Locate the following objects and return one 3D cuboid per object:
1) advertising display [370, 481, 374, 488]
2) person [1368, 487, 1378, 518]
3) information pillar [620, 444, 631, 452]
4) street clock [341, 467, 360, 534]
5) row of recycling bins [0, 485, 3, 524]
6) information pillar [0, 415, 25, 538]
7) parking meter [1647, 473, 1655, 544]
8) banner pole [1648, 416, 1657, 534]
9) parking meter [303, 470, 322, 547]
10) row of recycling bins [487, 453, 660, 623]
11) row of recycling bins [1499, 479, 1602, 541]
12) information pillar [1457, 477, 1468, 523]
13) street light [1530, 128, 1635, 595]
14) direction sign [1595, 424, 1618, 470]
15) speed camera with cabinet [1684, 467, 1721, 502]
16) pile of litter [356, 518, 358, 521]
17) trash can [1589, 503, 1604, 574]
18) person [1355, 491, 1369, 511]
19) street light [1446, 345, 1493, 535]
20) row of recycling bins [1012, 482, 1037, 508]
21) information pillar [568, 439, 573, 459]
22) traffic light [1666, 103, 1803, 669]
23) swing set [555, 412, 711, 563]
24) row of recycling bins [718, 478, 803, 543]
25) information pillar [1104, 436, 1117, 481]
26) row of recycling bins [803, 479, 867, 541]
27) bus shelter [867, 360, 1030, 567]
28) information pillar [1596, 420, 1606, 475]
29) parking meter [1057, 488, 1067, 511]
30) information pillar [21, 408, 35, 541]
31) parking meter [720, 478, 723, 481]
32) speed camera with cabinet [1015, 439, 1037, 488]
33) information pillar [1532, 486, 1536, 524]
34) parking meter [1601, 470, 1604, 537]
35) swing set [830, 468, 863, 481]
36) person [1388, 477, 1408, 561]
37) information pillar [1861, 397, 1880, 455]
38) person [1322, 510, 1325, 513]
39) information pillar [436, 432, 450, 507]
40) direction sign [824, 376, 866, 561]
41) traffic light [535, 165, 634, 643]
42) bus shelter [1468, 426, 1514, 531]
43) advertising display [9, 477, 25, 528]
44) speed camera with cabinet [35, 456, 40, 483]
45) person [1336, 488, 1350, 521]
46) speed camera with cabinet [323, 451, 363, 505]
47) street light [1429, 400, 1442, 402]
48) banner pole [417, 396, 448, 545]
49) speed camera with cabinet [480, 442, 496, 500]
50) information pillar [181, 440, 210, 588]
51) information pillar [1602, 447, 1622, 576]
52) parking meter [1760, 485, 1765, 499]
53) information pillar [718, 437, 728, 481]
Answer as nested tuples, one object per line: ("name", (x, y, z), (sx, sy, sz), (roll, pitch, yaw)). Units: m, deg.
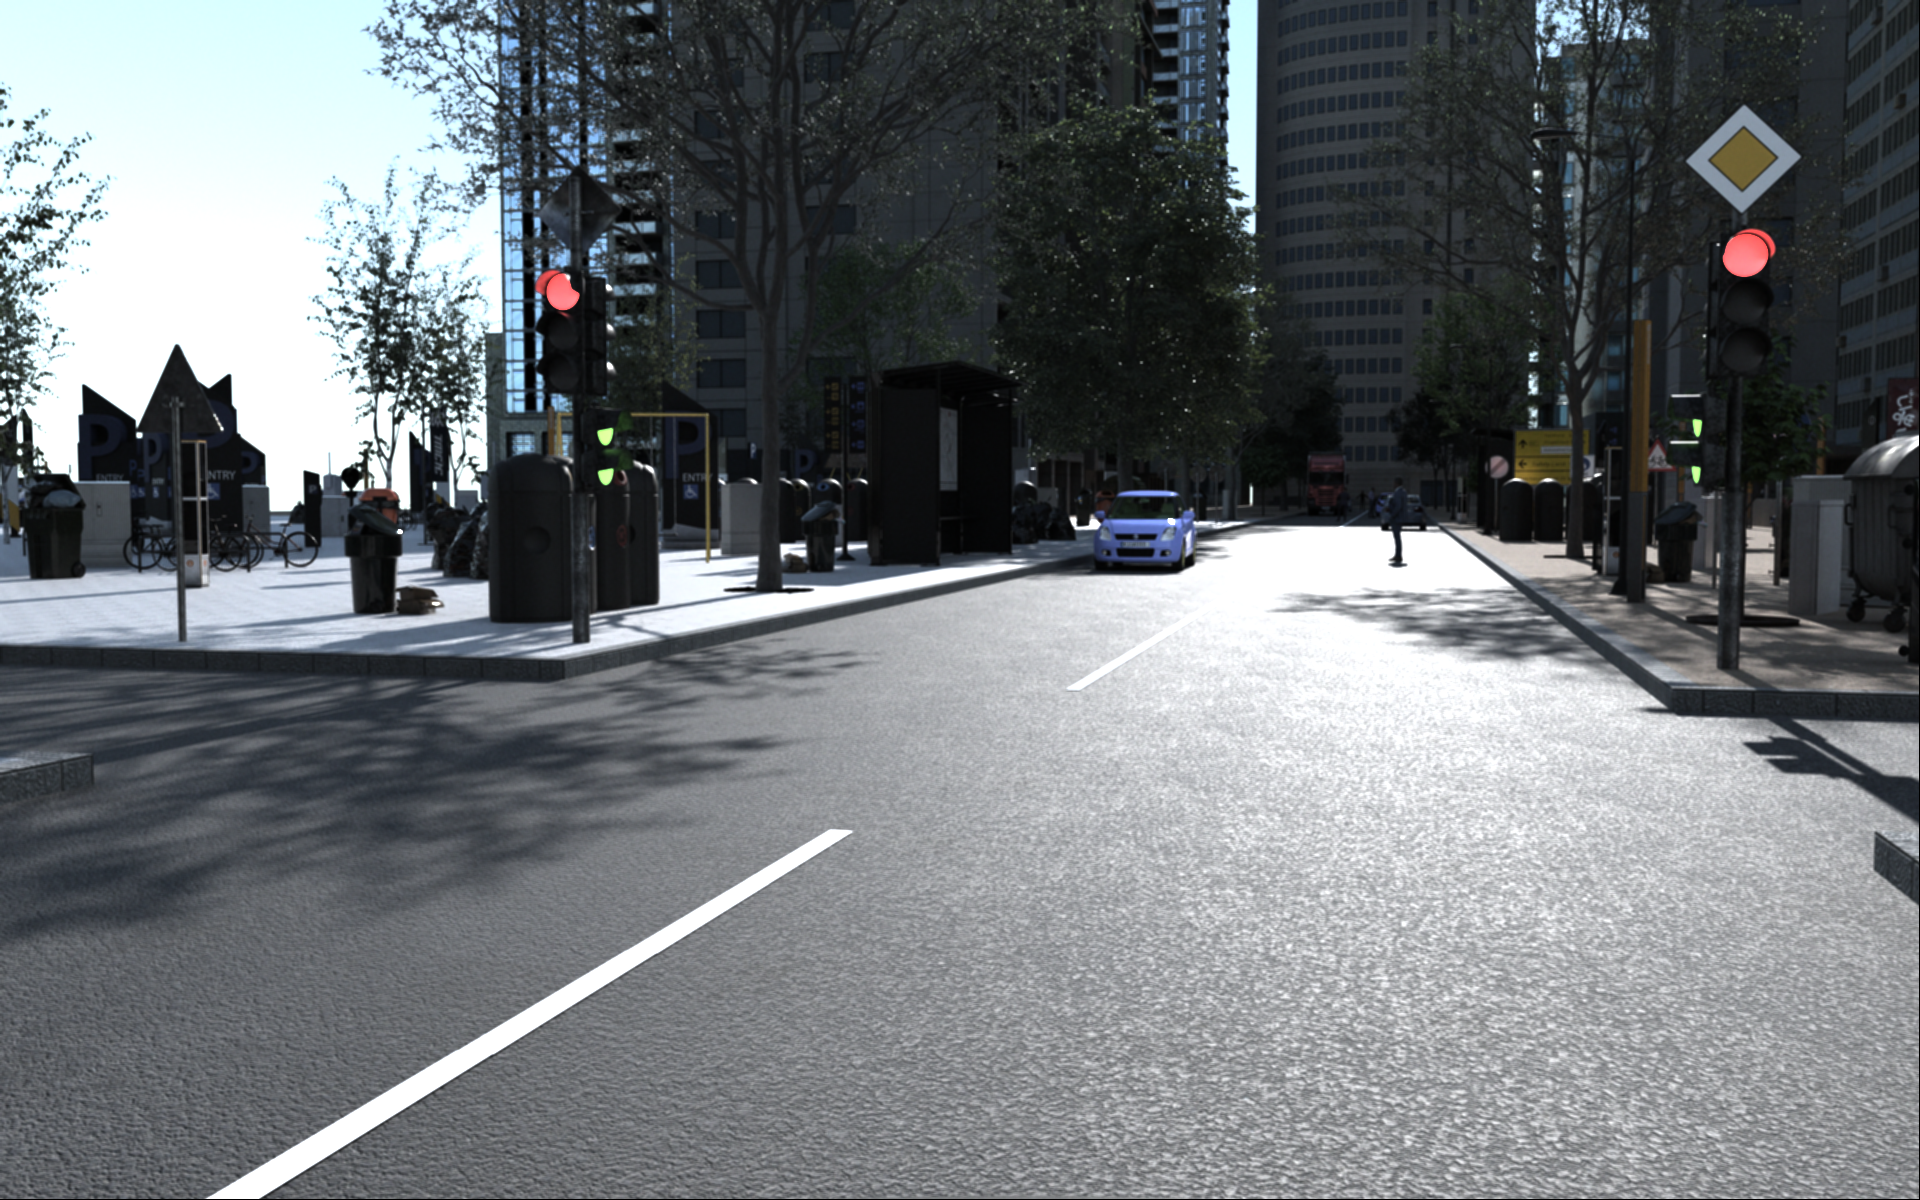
("advertising display", (-28.524, -4.824, 84.088), (0.123, 1.923, 0.974), (-1, 4, -22))
("person", (24.611, -5.785, 102.959), (0.599, 1.838, 0.709), (3, 4, 37))
("information pillar", (-15.189, -5.336, 78.598), (0.504, 3.616, 0.183), (0, 4, -6))
("street clock", (-16.241, -2.548, 46.233), (0.471, 2.002, 0.358), (0, 4, -7))
("row of recycling bins", (-41.904, -4.096, 74.089), (1.069, 1.692, 3.534), (1, 4, 10))
("information pillar", (-28.018, -3.652, 51.068), (0.504, 3.616, 0.183), (0, 4, -7))
("parking meter", (17.558, -2.363, 44.352), (0.399, 1.863, 0.255), (0, 4, -4))
("banner pole", (21.979, -3.980, 55.097), (0.401, 3.779, 0.863), (3, 5, 44))
("parking meter", (-15.656, -2.214, 41.911), (0.399, 1.863, 0.255), (-2, 4, -28))
("row of recycling bins", (-4.185, -0.719, 18.862), (1.069, 1.692, 3.534), (1, 4, 9))
("row of recycling bins", (16.709, -2.489, 47.809), (3.534, 1.692, 1.069), (0, 4, -3))
("information pillar", (22.029, -4.370, 75.946), (0.304, 2.012, 0.304), (-2, 4, -24))
("street light", (7.933, -3.028, 22.057), (1.470, 5.913, 1.316), (1, 4, 14))
("direction sign", (20.878, -3.914, 55.985), (0.379, 3.537, 0.876), (-2, 4, -29))
("speed camera with cabinet", (22.538, -3.550, 52.375), (0.660, 3.252, 2.038), (3, 5, 43))
("pile of litter", (-19.468, -2.578, 56.111), (1.176, 0.858, 1.719), (1, 4, 16))
("trash can", (10.473, -0.987, 27.786), (0.748, 1.137, 0.748), (0, 3, 0))
("person", (33.335, -8.199, 143.374), (1.217, 1.723, 0.721), (1, 4, 21))
("street light", (15.917, -4.978, 53.934), (1.470, 5.913, 1.316), (1, 4, 14))
("row of recycling bins", (0.812, -3.092, 57.669), (3.534, 1.692, 1.069), (0, 4, 0))
("information pillar", (-15.613, -4.799, 69.819), (0.504, 3.616, 0.183), (3, 5, 43))
("traffic light", (5.633, -1.450, 12.633), (0.839, 4.253, 0.868), (1, 4, 14))
("swing set", (-6.415, -2.191, 33.442), (3.119, 2.851, 2.862), (0, 4, -8))
("row of recycling bins", (-5.974, -2.312, 44.916), (3.534, 1.692, 1.069), (-2, 4, -29))
("information pillar", (5.473, -4.380, 62.964), (0.504, 3.616, 0.183), (-1, 4, -13))
("row of recycling bins", (-3.245, -2.463, 47.391), (3.534, 1.692, 1.069), (1, 4, 20))
("bus shelter", (-0.119, -2.594, 33.699), (1.731, 3.624, 6.357), (1, 4, 14))
("information pillar", (20.295, -3.887, 54.907), (0.183, 3.616, 0.504), (3, 5, 44))
("parking meter", (3.979, -3.623, 67.647), (0.372, 1.533, 0.369), (0, 3, 0))
("information pillar", (-25.530, -3.433, 47.486), (0.183, 3.616, 0.504), (0, 4, -6))
("parking meter", (-8.928, -3.548, 63.729), (0.399, 1.863, 0.255), (1, 4, 16))
("speed camera with cabinet", (2.684, -4.178, 62.641), (0.660, 3.252, 2.038), (2, 4, 29))
("information pillar", (20.584, -4.341, 62.325), (0.504, 3.616, 0.183), (-2, 4, -33))
("parking meter", (15.952, -2.252, 42.524), (0.255, 1.863, 0.399), (-1, 4, -15))
("swing set", (-4.893, -4.967, 78.829), (2.862, 2.851, 3.119), (1, 4, 23))
("person", (9.380, -1.737, 37.082), (0.419, 1.800, 0.721), (1, 4, 19))
("information pillar", (22.096, -3.102, 42.071), (0.183, 3.616, 0.504), (-1, 4, -12))
("person", (27.293, -7.432, 130.021), (0.705, 1.824, 1.348), (1, 4, 22))
("information pillar", (-18.235, -4.268, 61.131), (0.504, 3.616, 0.183), (-1, 4, -12))
("direction sign", (-2.211, -2.533, 33.412), (0.876, 3.537, 0.379), (1, 4, 21))
("traffic light", (-3.256, -1.586, 14.846), (0.839, 4.253, 0.868), (1, 4, 14))
("bus shelter", (19.455, -4.382, 62.921), (1.731, 3.624, 6.357), (1, 4, 14))
("advertising display", (-35.939, -3.729, 66.180), (0.974, 1.923, 0.123), (0, 4, -2))
("speed camera with cabinet", (-48.130, -5.882, 90.514), (0.660, 3.252, 2.038), (-1, 4, -12))
("person", (20.212, -5.048, 91.478), (0.683, 1.767, 0.568), (0, 4, 2))
("speed camera with cabinet", (-28.542, -5.262, 80.372), (2.038, 3.252, 0.660), (1, 4, 19))
("street light", (23.848, -6.912, 85.549), (1.470, 5.913, 1.316), (1, 4, 14))
("banner pole", (-13.331, -3.290, 43.805), (0.863, 3.779, 0.401), (-3, 5, -40))
("speed camera with cabinet", (-17.693, -4.398, 66.251), (0.660, 3.252, 2.038), (0, 4, 8))
("information pillar", (-10.506, -1.176, 23.723), (0.304, 2.012, 0.304), (0, 4, -3))
("information pillar", (10.262, -1.384, 27.124), (0.304, 2.012, 0.304), (1, 4, 10))
("parking meter", (37.993, -4.682, 82.261), (0.399, 1.863, 0.255), (-1, 4, -22))
("information pillar", (-9.652, -4.850, 70.645), (0.504, 3.616, 0.183), (3, 5, 39))
